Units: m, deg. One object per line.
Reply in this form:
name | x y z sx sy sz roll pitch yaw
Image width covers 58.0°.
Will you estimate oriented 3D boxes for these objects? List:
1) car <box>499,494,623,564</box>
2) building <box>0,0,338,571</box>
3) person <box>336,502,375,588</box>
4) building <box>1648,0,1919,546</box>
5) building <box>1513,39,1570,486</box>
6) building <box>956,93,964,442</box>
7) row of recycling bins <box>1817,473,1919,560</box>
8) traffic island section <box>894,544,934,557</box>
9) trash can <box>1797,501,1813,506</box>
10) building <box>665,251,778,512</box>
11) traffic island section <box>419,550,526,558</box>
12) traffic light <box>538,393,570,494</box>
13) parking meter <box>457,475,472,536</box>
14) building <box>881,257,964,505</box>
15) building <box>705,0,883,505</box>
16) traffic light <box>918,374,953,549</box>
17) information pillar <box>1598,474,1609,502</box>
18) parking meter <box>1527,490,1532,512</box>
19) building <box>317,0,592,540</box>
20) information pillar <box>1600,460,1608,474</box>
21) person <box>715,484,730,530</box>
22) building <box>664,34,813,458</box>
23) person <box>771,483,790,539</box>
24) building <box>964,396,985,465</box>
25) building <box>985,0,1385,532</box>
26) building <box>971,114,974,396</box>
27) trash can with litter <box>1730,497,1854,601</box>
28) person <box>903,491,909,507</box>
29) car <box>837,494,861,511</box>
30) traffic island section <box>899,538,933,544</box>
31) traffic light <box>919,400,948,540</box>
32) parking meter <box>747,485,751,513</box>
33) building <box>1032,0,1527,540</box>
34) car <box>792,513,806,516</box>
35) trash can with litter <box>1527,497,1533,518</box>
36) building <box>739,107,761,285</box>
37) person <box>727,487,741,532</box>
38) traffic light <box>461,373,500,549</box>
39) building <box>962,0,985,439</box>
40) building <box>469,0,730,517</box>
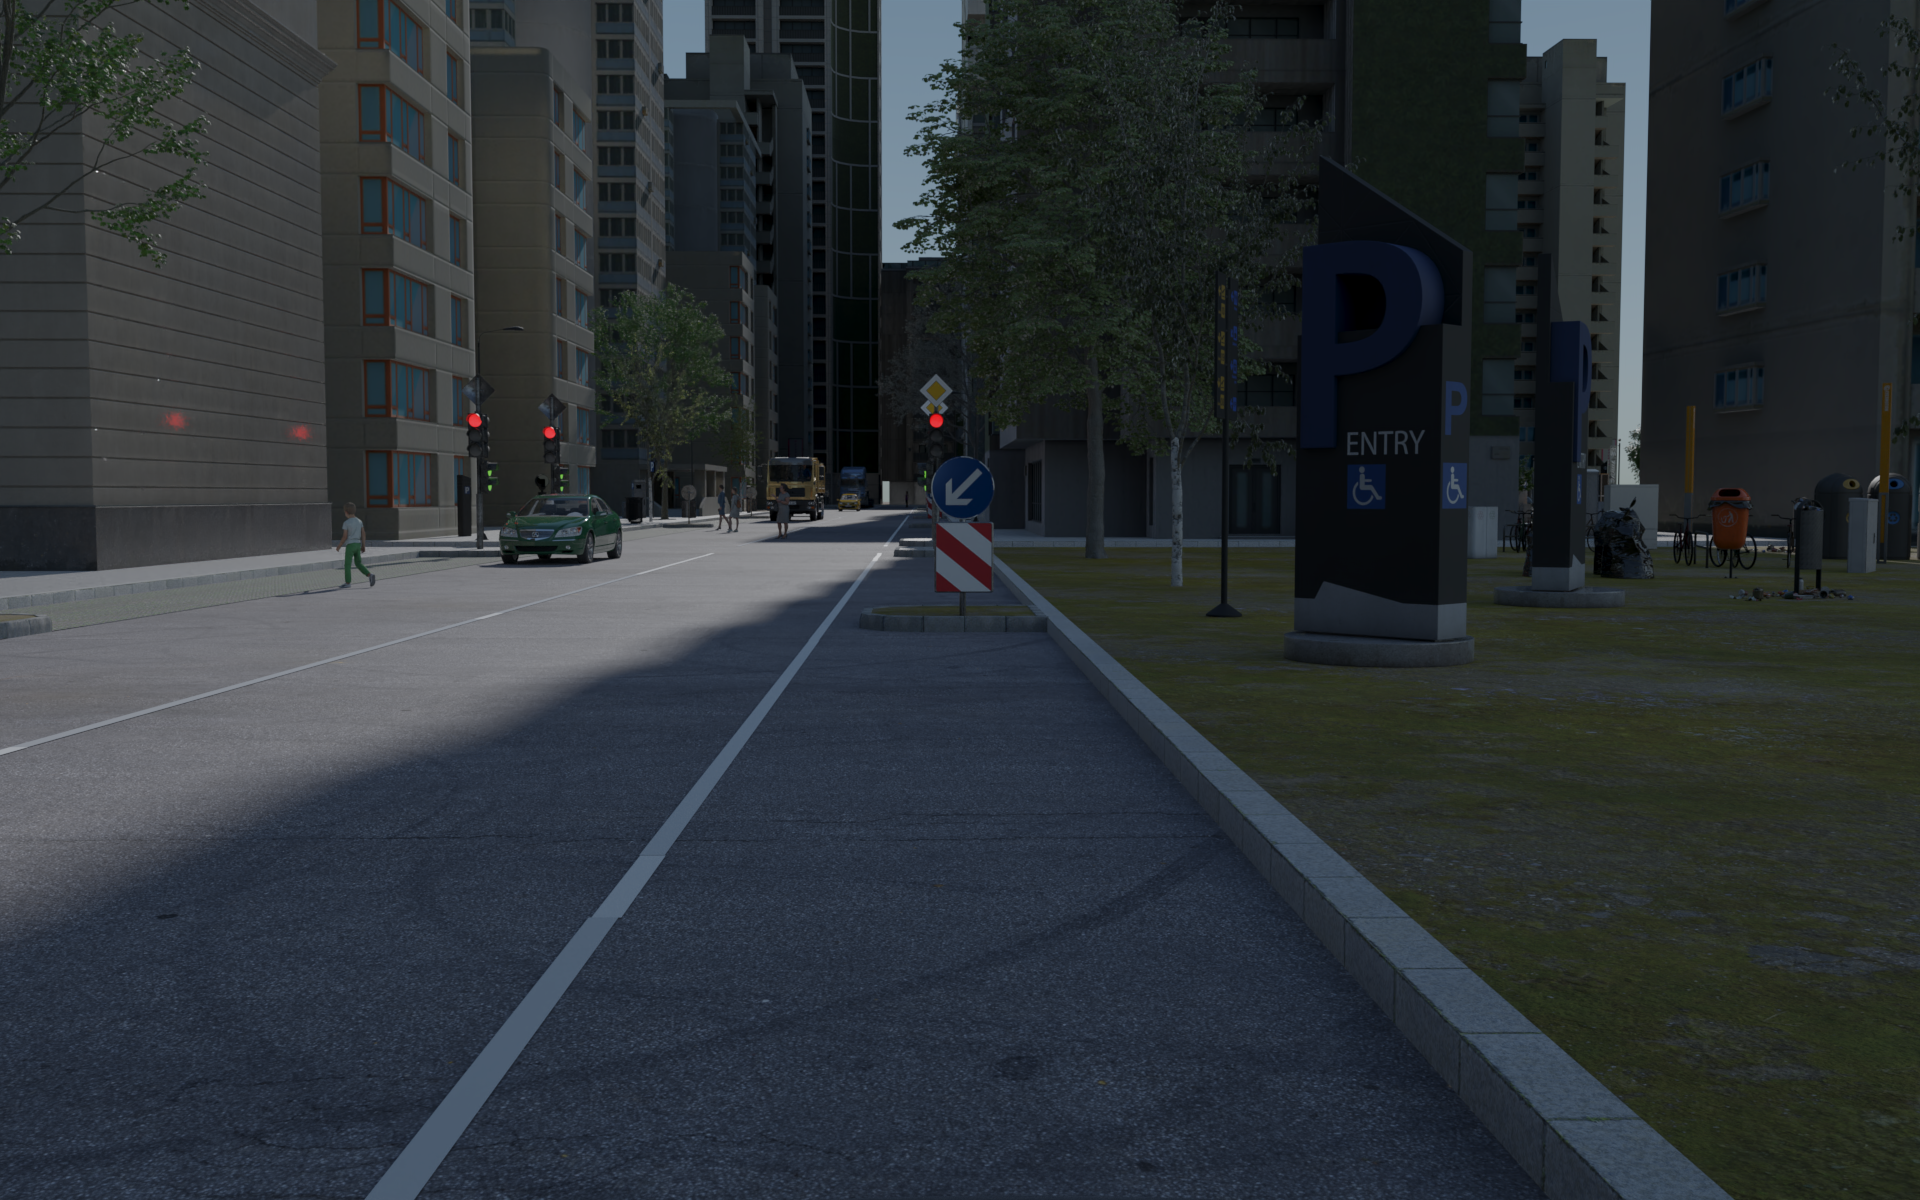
car | -8.496 -1.552 37.168 2.131 1.459 4.920 0 4 1
building | -26.593 -14.451 33.541 25.104 27.353 12.463 0 4 -1
person | -9.252 -0.842 26.507 0.590 1.304 0.306 1 4 11
building | 34.244 -26.367 54.803 21.600 48.544 21.300 0 4 -1
building | 60.282 -34.618 189.704 21.600 48.544 21.300 0 4 -1
building | 10.765 -34.532 184.210 23.786 49.044 30.456 0 4 -1
row of recycling bins | 18.629 -1.634 33.835 3.534 1.692 1.069 1 4 20
traffic island section | -0.532 -1.123 40.649 2.009 0.180 2.903 0 4 -1
trash can | 17.888 -1.500 36.183 0.748 1.137 0.748 0 3 0
building | -29.595 -17.899 137.689 27.650 21.520 28.899 0 4 -1
traffic island section | -11.222 -1.111 40.438 2.009 0.180 2.903 0 4 -1
traffic light | -11.343 -3.631 48.287 0.839 4.253 0.868 0 4 -1
parking meter | -15.028 -2.863 52.527 0.255 1.863 0.399 2 4 26
building | -2.747 -27.057 214.077 14.107 30.474 14.160 0 4 -1
building | -20.154 -47.510 215.032 20.611 71.187 20.563 0 4 -1
traffic light | -0.573 -3.157 40.534 0.839 4.253 0.868 0 4 -1
information pillar | 23.125 -3.539 62.359 0.304 2.012 0.304 -1 4 -10
parking meter | 28.889 -4.875 88.111 0.372 1.533 0.369 0 3 0
building | -29.676 -13.240 61.514 27.650 21.520 28.899 0 4 -1
information pillar | 44.265 -7.809 119.025 0.504 3.616 0.183 2 4 31
person | -9.456 -3.708 69.142 0.654 1.822 0.581 0 4 8
building | -27.228 -34.519 188.083 21.600 48.544 21.300 0 4 -1
person | -5.788 -2.854 55.523 0.532 1.782 0.716 -3 5 -40
building | 11.742 -48.554 106.533 22.319 86.520 31.000 0 4 -1
building | 7.955 -18.201 69.292 14.160 30.474 14.107 0 4 -1
building | 7.783 -22.203 134.727 14.160 30.474 14.107 0 4 -1
trash can with litter | 10.233 -0.640 21.525 2.233 1.210 1.678 -2 4 -35
person | -5.752 -10.753 185.001 0.721 1.739 1.217 -2 4 -30
car | -9.190 -8.176 143.896 2.015 1.641 3.980 0 4 -1
traffic island section | -0.694 -1.612 48.632 2.009 0.180 2.903 0 4 -1
traffic light | -0.735 -3.645 48.517 0.839 4.253 0.868 0 4 -1
parking meter | -14.305 -6.823 117.272 0.255 1.863 0.399 0 4 -8
building | 8.416 -17.256 53.833 14.107 30.474 14.160 0 4 -1
car | -10.130 -6.081 111.223 2.131 1.459 4.920 0 4 -1
trash can with litter | 26.801 -4.298 81.660 0.624 1.170 1.055 0 4 -1
building | -32.100 -28.843 163.470 32.217 40.220 23.993 0 4 -1
person | -8.462 -3.401 65.118 0.522 1.701 0.512 1 4 19
traffic light | -11.181 -3.143 40.304 0.839 4.253 0.868 0 4 -1
building | 13.807 -34.599 154.935 28.713 52.752 27.495 0 4 -1
building | -30.867 -25.188 103.700 32.217 40.220 23.993 0 4 -1
